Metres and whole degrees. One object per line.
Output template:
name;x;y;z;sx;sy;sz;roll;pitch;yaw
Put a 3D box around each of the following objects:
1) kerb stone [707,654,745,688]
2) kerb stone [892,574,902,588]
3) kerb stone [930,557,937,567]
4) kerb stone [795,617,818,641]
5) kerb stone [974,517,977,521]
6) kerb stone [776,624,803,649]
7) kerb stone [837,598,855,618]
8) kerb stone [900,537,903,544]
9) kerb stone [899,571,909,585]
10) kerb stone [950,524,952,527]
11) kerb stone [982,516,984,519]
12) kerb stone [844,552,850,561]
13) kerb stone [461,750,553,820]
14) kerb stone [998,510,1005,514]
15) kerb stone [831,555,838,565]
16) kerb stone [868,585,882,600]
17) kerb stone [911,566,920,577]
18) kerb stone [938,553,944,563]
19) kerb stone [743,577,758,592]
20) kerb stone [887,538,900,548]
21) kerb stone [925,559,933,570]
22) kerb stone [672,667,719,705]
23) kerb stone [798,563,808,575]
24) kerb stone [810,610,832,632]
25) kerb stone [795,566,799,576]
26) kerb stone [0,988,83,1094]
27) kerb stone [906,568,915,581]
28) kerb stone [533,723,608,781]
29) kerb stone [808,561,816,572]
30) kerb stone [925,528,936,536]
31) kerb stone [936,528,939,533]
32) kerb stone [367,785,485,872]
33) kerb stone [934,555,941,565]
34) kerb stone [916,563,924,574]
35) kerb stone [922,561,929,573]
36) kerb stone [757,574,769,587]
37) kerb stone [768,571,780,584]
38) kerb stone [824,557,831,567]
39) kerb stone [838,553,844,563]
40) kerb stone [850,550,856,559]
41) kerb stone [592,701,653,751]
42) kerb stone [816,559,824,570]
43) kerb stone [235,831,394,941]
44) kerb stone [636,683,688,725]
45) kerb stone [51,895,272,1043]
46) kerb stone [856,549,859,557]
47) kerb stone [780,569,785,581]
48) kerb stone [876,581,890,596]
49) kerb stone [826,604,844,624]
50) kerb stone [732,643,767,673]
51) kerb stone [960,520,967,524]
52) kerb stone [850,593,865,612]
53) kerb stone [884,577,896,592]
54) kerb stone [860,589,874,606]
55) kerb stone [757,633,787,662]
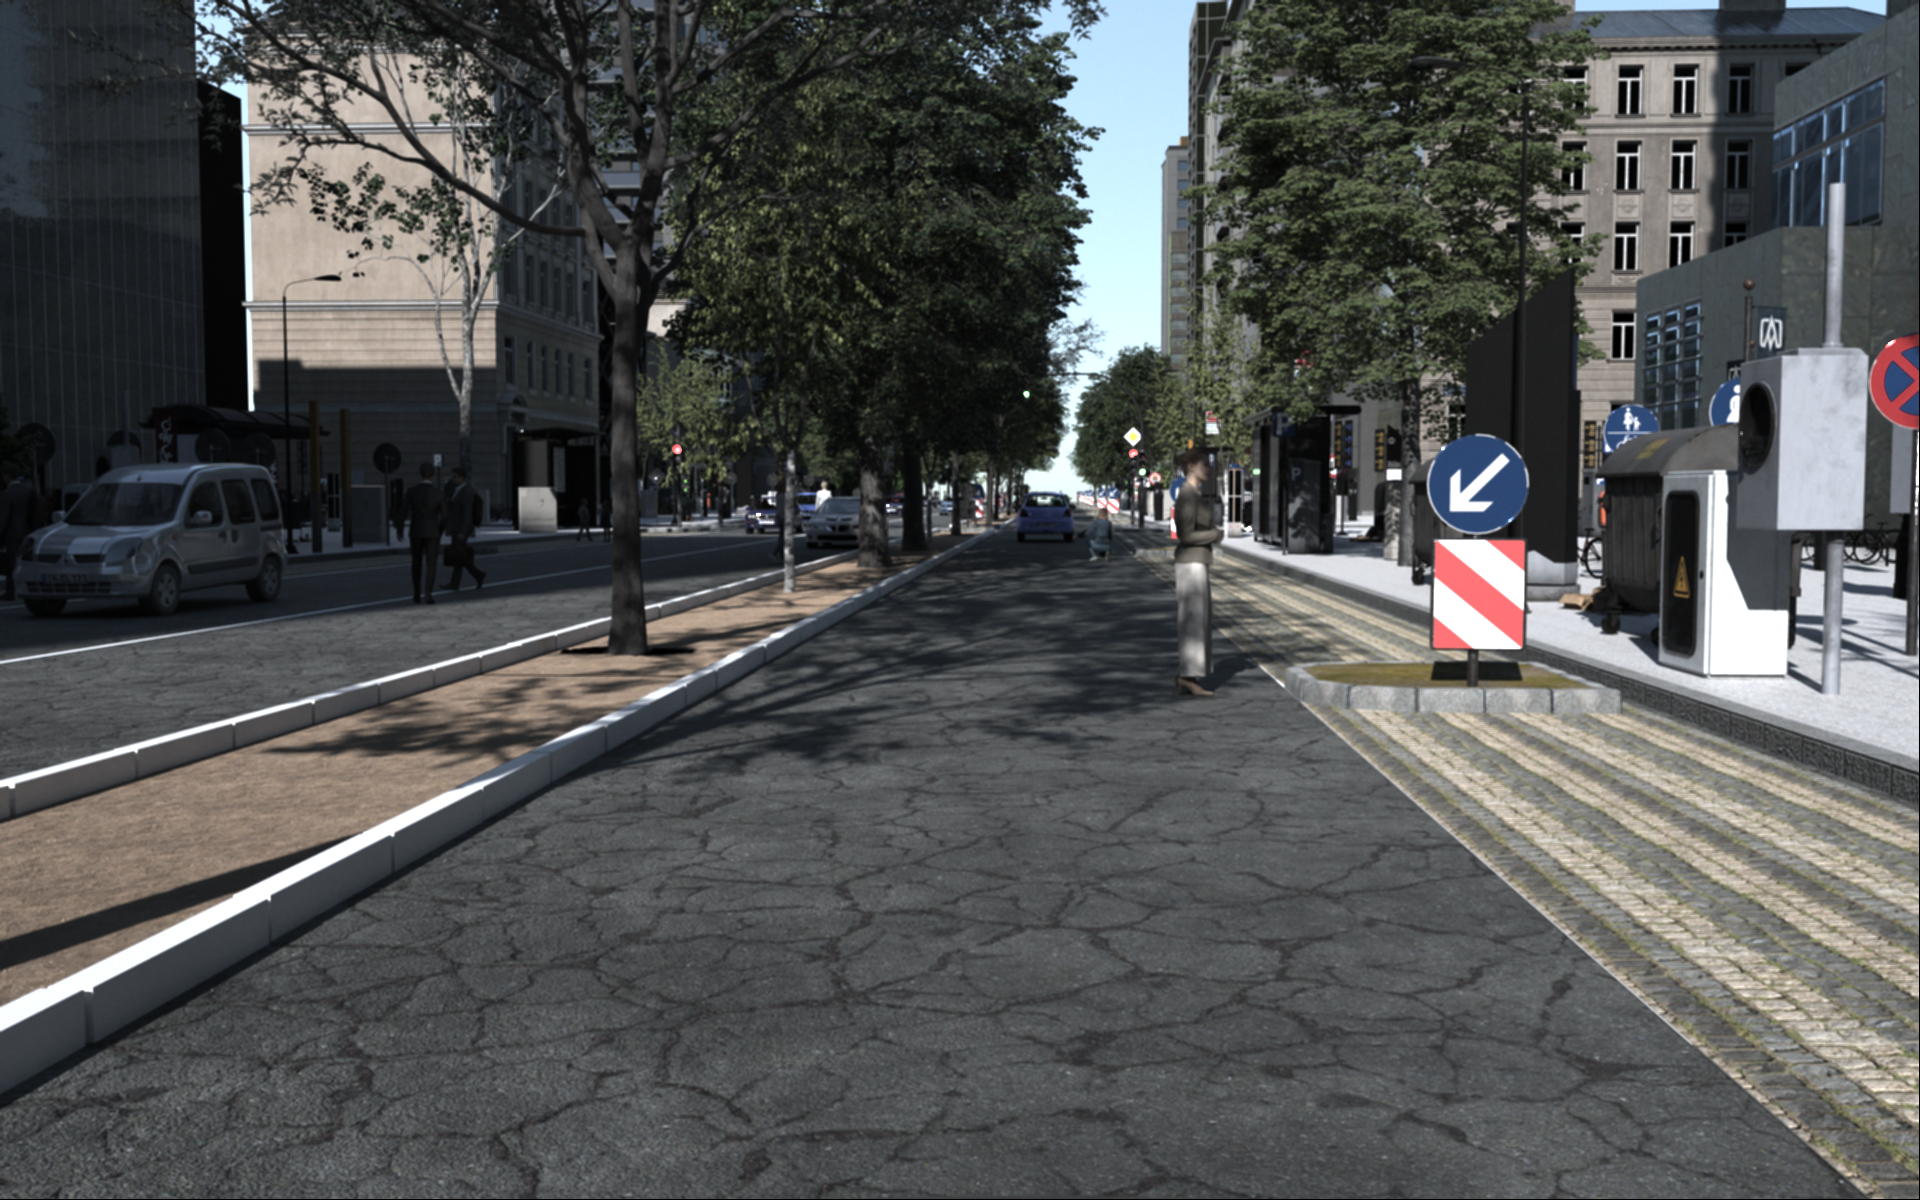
kerb stone;-1.808;0.552;13.195;0.120;0.150;1.000;0;4;3
kerb stone;-1.027;-0.262;26.501;0.120;0.150;1.000;0;4;3
kerb stone;-0.596;-0.701;33.658;0.120;0.150;1.000;0;4;3
kerb stone;-1.570;0.302;17.279;0.120;0.150;1.000;0;4;3
kerb stone;0.694;-4.186;90.636;0.120;0.150;1.000;0;4;3
kerb stone;-1.633;0.363;16.257;0.120;0.150;1.000;0;4;3
kerb stone;-1.382;0.113;20.351;0.120;0.150;1.000;0;4;3
kerb stone;-1.778;-1.646;49.107;0.120;0.150;1.000;0;4;3
kerb stone;-0.961;-0.325;27.521;0.120;0.150;1.000;0;4;3
kerb stone;-0.219;-3.247;75.301;0.120;0.150;1.000;0;4;3
kerb stone;1.132;-4.624;97.797;0.120;0.150;1.000;0;4;3
kerb stone;-2.504;-0.895;36.834;0.120;0.150;1.000;0;4;3
kerb stone;-2.118;0.863;8.086;0.120;0.150;1.000;0;4;3
kerb stone;3.196;-6.750;132.563;0.120;0.150;1.000;0;4;3
kerb stone;-2.631;-0.770;34.791;0.120;0.150;1.000;0;4;3
kerb stone;-1.205;-0.073;23.431;0.120;0.150;1.000;0;4;3
kerb stone;-0.835;-0.446;29.571;0.120;0.150;1.000;0;4;3
kerb stone;-0.473;-0.827;35.712;0.120;0.150;1.000;0;4;3
kerb stone;-3.170;-0.204;25.560;0.120;0.150;1.000;0;4;3
kerb stone;-1.845;-1.584;48.087;0.120;0.150;1.000;0;4;3
kerb stone;-0.650;-0.639;32.638;0.120;0.150;1.000;0;4;3
kerb stone;-1.874;0.613;12.172;0.120;0.150;1.000;0;4;3
kerb stone;-2.867;-0.519;30.689;0.120;0.150;1.000;0;4;3
kerb stone;-1.505;0.238;18.300;0.120;0.150;1.000;0;4;3
kerb stone;-2.932;-0.455;29.669;0.120;0.150;1.000;0;4;3
kerb stone;-2.358;1.113;3.996;0.120;0.150;1.000;0;4;3
kerb stone;-0.892;-0.389;28.550;0.120;0.150;1.000;0;4;3
kerb stone;-2.058;0.800;9.110;0.120;0.150;1.000;0;4;3
kerb stone;-2.813;-0.582;31.710;0.120;0.150;1.000;0;4;3
kerb stone;-1.042;-2.394;61.414;0.120;0.150;1.000;0;4;3
kerb stone;-0.858;-2.587;64.492;0.120;0.150;1.000;0;4;3
kerb stone;-2.172;0.926;7.060;0.120;0.150;1.000;0;4;3
kerb stone;-0.526;-0.764;34.686;0.120;0.150;1.000;0;4;3
kerb stone;-0.780;-0.514;30.591;0.120;0.150;1.000;0;4;3
kerb stone;-0.708;-0.576;31.613;0.120;0.150;1.000;0;4;3
kerb stone;-3.117;-0.269;26.588;0.120;0.150;1.000;0;4;3
kerb stone;-3.057;-0.331;27.615;0.120;0.150;1.000;0;4;3
kerb stone;-2.687;-0.707;33.761;0.120;0.150;1.000;0;4;3
kerb stone;-2.568;-0.833;35.814;0.120;0.150;1.000;0;4;3
kerb stone;-2.454;-0.954;37.855;0.120;0.150;1.000;0;4;3
kerb stone;-1.991;0.743;10.130;0.120;0.150;1.000;0;4;3
kerb stone;-2.745;-0.641;32.730;0.120;0.150;1.000;0;4;3
kerb stone;-2.234;0.988;6.040;0.120;0.150;1.000;0;4;3
kerb stone;-1.938;0.680;11.152;0.120;0.150;1.000;0;4;3
kerb stone;-2.289;1.054;5.016;0.120;0.150;1.000;0;4;3
kerb stone;-2.386;-1.021;38.883;0.120;0.150;1.000;0;4;3
kerb stone;-2.993;-0.394;28.636;0.120;0.150;1.000;0;4;3
kerb stone;-1.136;-0.137;24.456;0.120;0.150;1.000;0;4;3
kerb stone;-1.444;0.183;19.320;0.120;0.150;1.000;0;4;3
kerb stone;-1.755;0.488;14.216;0.120;0.150;1.000;0;4;3
kerb stone;0.209;-3.678;82.461;0.120;0.150;1.000;0;4;3
kerb stone;-1.318;0.051;21.384;0.120;0.150;1.000;0;4;3
kerb stone;-1.081;-0.201;25.477;0.120;0.150;1.000;0;4;3
kerb stone;-1.261;-0.010;22.410;0.120;0.150;1.000;0;4;3
kerb stone;-1.681;0.428;15.236;0.120;0.150;1.000;0;4;3
